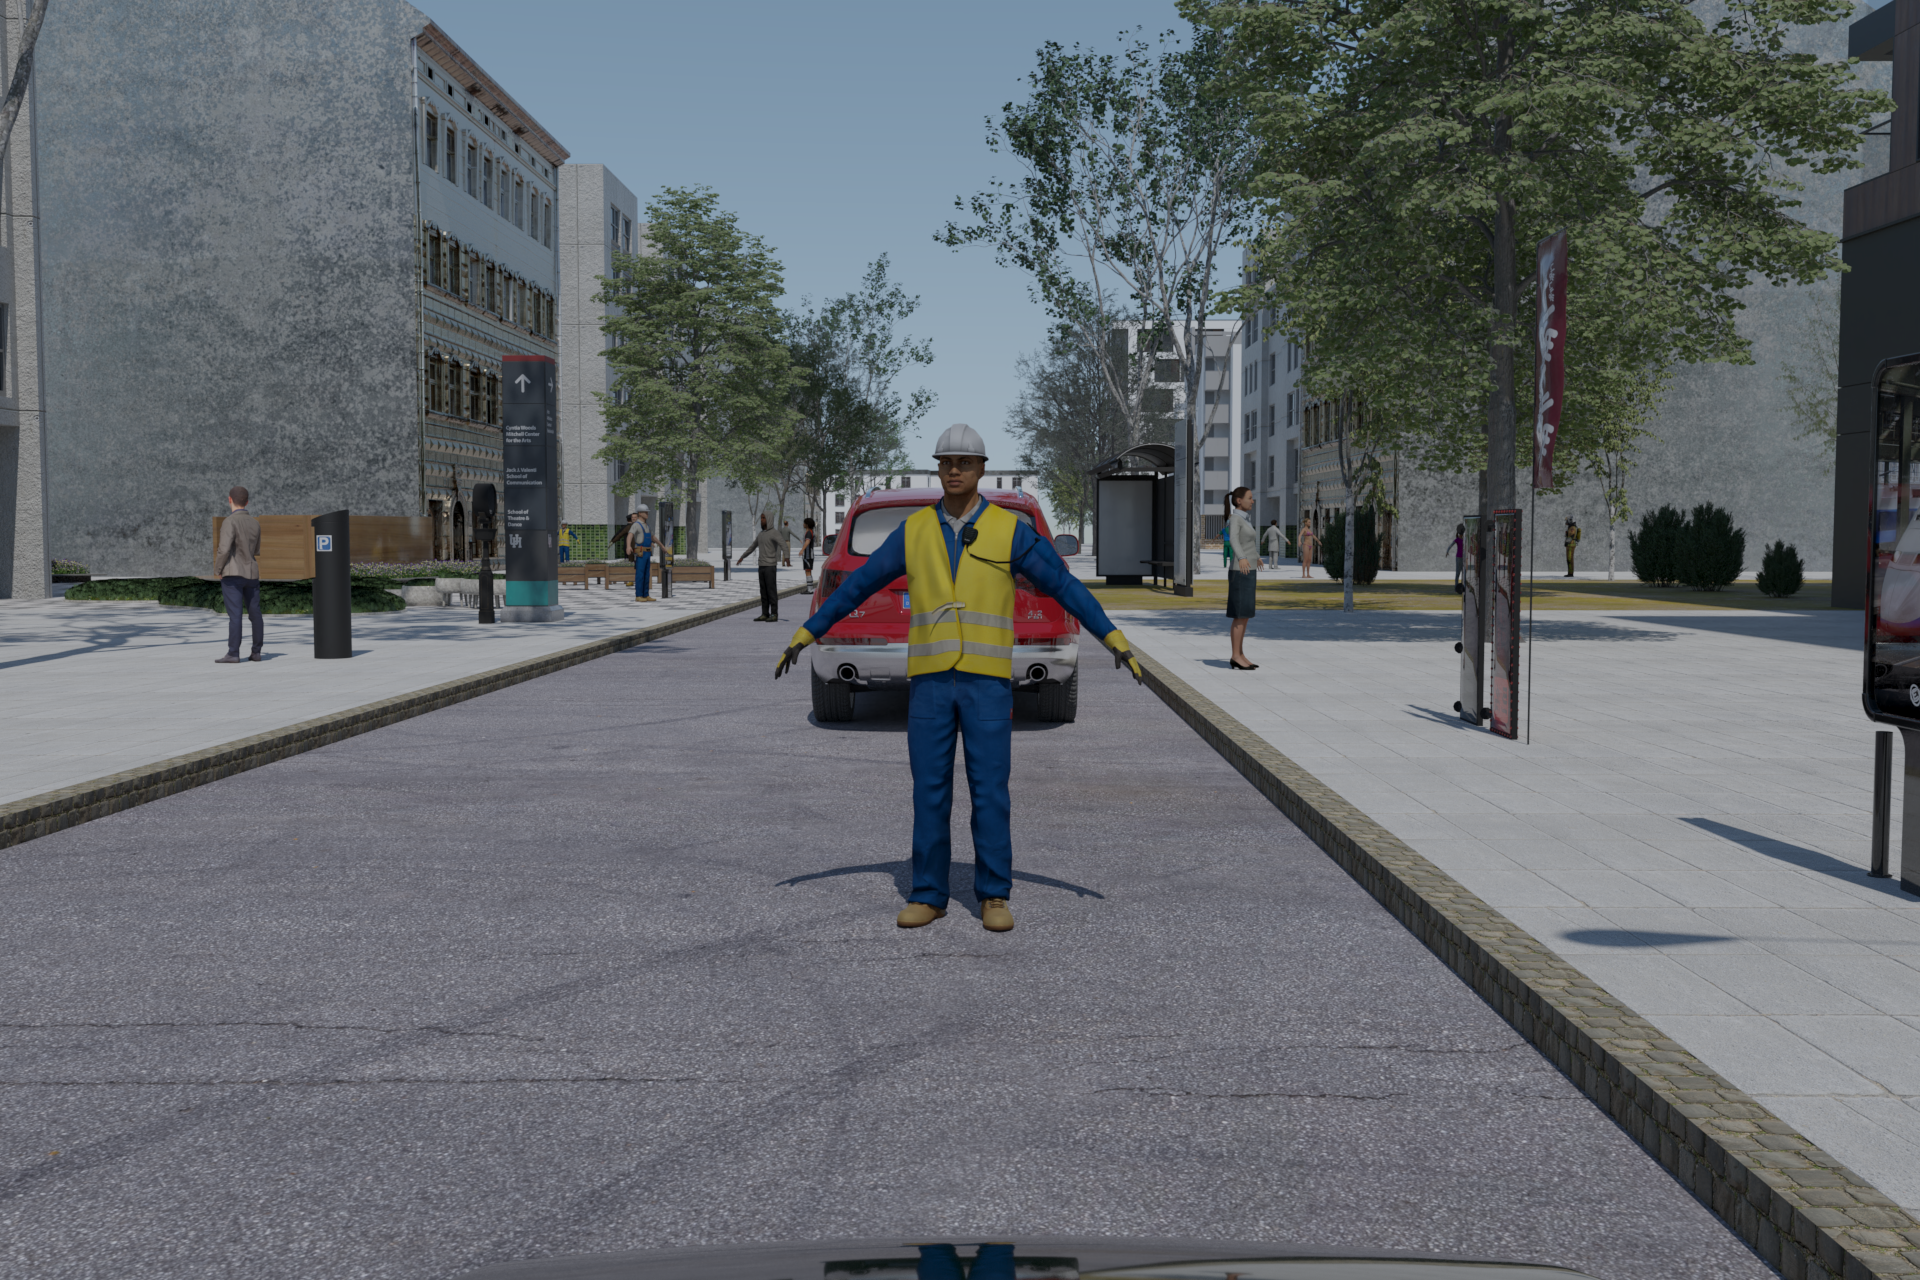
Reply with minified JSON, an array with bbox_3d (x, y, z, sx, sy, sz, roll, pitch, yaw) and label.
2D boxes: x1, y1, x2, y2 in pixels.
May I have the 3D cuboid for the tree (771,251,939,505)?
[{"bbox_3d":[-7.204,-16.026,117.907,12.611,20.169,13.585,0,3,0],"label":"tree"}]

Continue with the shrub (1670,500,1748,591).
[{"bbox_3d":[16.822,-2.135,38.944,1.661,2.075,1.752,0,3,0],"label":"shrub"}]

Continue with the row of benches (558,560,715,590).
[{"bbox_3d":[-7.607,-1.510,40.148,4.104,0.672,1.422,-1,4,-14],"label":"row of benches"}]

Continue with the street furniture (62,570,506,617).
[{"bbox_3d":[-12.176,-0.969,31.465,5.734,0.657,10.072,-3,5,-40],"label":"street furniture"}]

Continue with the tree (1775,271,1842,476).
[{"bbox_3d":[24.799,-5.932,47.355,4.360,8.622,3.978,0,3,0],"label":"tree"}]

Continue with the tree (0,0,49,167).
[{"bbox_3d":[-8.657,-9.667,13.948,12.611,20.169,13.585,0,3,0],"label":"tree"}]

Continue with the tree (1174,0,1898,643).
[{"bbox_3d":[6.285,-6.215,19.735,7.486,12.596,7.792,0,3,0],"label":"tree"}]

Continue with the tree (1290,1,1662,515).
[{"bbox_3d":[10.747,-7.199,35.823,7.486,12.596,7.792,0,3,0],"label":"tree"}]

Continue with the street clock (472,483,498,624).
[{"bbox_3d":[-6.780,-1.234,24.754,0.358,2.002,0.471,0,4,1],"label":"street clock"}]

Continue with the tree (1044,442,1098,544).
[{"bbox_3d":[15.611,-19.192,220.438,9.857,13.997,8.962,0,3,0],"label":"tree"}]

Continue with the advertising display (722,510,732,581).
[{"bbox_3d":[-6.380,-2.582,47.429,0.123,1.923,0.974,0,4,2],"label":"advertising display"}]

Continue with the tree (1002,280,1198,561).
[{"bbox_3d":[7.001,-10.620,84.005,12.009,13.543,11.850,0,3,0],"label":"tree"}]

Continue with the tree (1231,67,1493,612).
[{"bbox_3d":[6.608,-4.755,28.110,4.737,8.622,4.395,0,3,0],"label":"tree"}]

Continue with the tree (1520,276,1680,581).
[{"bbox_3d":[17.726,-5.938,47.444,4.737,8.622,4.395,0,3,0],"label":"tree"}]

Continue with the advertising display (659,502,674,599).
[{"bbox_3d":[-5.891,-1.808,34.781,0.123,1.923,0.974,0,4,1],"label":"advertising display"}]

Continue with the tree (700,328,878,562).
[{"bbox_3d":[-8.246,-8.850,79.116,8.767,10.594,7.601,-2,4,-24],"label":"tree"}]

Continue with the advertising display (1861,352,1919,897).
[{"bbox_3d":[3.439,-0.049,6.008,0.123,1.923,0.974,0,4,1],"label":"advertising display"}]

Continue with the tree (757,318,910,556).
[{"bbox_3d":[-7.916,-11.579,99.683,12.009,13.543,11.850,0,3,0],"label":"tree"}]

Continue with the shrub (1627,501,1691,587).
[{"bbox_3d":[17.042,-2.316,41.915,1.661,2.075,1.752,0,3,0],"label":"shrub"}]

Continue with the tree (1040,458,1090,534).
[{"bbox_3d":[7.865,-10.781,126.636,4.737,8.622,4.395,0,3,0],"label":"tree"}]

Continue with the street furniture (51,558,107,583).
[{"bbox_3d":[-26.784,-2.472,47.269,9.812,1.723,11.010,-3,4,-39],"label":"street furniture"}]

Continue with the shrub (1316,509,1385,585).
[{"bbox_3d":[9.950,-2.427,44.093,1.690,2.028,1.600,0,3,0],"label":"shrub"}]

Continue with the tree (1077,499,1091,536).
[{"bbox_3d":[16.015,-16.940,227.328,4.737,8.622,4.395,0,3,0],"label":"tree"}]

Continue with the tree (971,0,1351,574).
[{"bbox_3d":[6.728,-12.066,53.173,12.611,20.169,13.585,0,3,0],"label":"tree"}]

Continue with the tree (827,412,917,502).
[{"bbox_3d":[-7.040,-12.872,136.207,9.928,11.665,9.643,0,3,0],"label":"tree"}]

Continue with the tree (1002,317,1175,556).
[{"bbox_3d":[7.635,-11.557,99.323,12.009,13.543,11.850,0,3,0],"label":"tree"}]

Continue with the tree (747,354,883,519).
[{"bbox_3d":[-7.769,-9.437,88.711,8.767,10.594,7.601,1,4,10],"label":"tree"}]

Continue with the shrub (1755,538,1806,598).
[{"bbox_3d":[16.584,-1.461,35.009,1.383,1.207,1.383,0,3,0],"label":"shrub"}]

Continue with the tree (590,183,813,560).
[{"bbox_3d":[-8.466,-8.478,56.734,7.486,12.596,7.792,0,3,0],"label":"tree"}]

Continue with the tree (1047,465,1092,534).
[{"bbox_3d":[7.759,-11.137,132.456,4.360,8.622,3.978,0,3,0],"label":"tree"}]

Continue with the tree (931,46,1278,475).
[{"bbox_3d":[5.757,-12.998,68.406,12.611,20.169,13.585,0,3,0],"label":"tree"}]

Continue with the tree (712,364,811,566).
[{"bbox_3d":[-8.335,-7.301,69.732,4.360,8.622,3.978,0,3,0],"label":"tree"}]

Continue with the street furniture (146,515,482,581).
[{"bbox_3d":[-14.957,-2.261,43.820,9.812,1.723,11.010,1,4,11],"label":"street furniture"}]

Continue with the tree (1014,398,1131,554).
[{"bbox_3d":[7.623,-10.780,110.668,8.767,10.594,7.601,0,4,1],"label":"tree"}]
